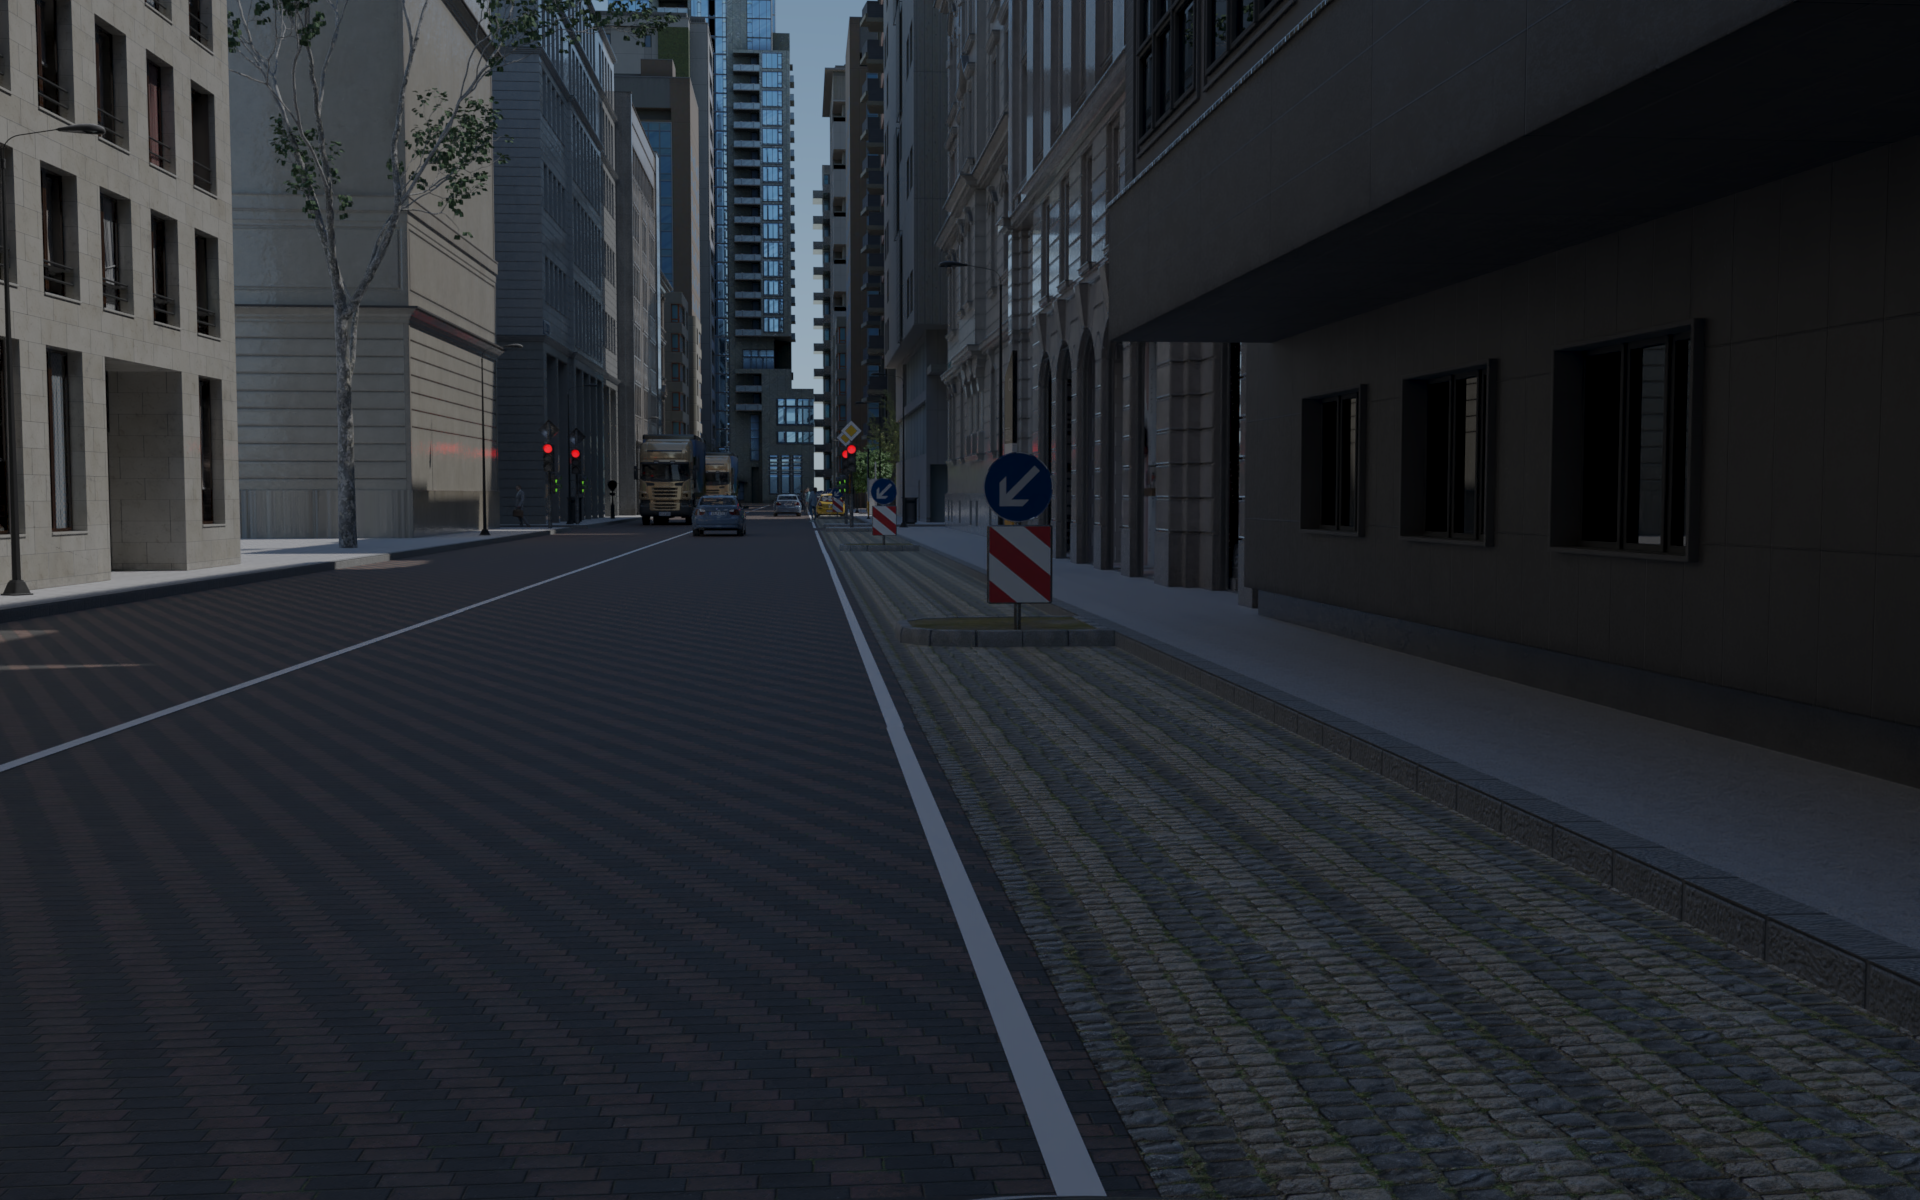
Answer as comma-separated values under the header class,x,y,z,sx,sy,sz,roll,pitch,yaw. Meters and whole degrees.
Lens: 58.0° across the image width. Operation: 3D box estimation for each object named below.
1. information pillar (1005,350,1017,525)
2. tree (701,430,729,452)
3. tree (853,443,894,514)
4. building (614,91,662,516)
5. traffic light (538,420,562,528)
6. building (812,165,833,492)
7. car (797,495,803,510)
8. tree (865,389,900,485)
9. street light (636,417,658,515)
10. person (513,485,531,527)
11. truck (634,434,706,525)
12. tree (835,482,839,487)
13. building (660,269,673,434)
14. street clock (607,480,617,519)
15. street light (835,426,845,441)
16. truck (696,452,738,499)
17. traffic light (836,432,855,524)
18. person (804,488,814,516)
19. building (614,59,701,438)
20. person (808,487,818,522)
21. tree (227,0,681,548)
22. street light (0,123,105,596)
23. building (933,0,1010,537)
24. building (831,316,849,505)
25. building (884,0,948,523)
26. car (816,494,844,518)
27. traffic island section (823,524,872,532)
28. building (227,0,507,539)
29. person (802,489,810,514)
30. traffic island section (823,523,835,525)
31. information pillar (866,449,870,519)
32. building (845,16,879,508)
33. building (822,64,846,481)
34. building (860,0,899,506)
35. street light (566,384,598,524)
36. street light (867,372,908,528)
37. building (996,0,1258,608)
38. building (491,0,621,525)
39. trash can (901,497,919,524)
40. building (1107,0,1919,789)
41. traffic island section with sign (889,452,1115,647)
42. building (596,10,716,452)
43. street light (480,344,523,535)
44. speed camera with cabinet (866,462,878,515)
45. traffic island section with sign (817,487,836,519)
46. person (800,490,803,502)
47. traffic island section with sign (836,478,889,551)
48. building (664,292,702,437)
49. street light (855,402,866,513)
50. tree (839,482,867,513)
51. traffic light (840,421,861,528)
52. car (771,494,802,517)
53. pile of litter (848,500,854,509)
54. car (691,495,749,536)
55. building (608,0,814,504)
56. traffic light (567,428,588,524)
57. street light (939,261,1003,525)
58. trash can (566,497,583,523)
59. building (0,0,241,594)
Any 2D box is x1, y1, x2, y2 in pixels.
class,x,y,z,sx,sy,sz,roll,pitch,yaw
information pillar,0.839,-2.268,28.440,0.183,3.616,0.504,-1,4,-14
tree,-28.345,-15.230,199.371,4.360,8.622,3.978,0,3,0
tree,-5.760,-7.811,111.417,4.285,4.588,4.351,0,3,0
building,-26.146,-17.947,111.448,12.078,24.808,19.932,0,4,-5
traffic light,-15.432,-4.663,65.156,0.839,4.253,0.868,0,4,-5
building,-5.490,-38.252,245.035,30.456,49.044,23.786,0,4,-5
car,-15.457,-9.068,160.843,1.945,1.354,3.894,0,4,-5
tree,-4.296,-10.292,118.635,4.737,8.622,4.395,0,3,0
street light,-18.836,-8.050,104.162,1.470,5.913,1.316,0,4,-5
person,-17.838,-3.766,70.194,0.853,1.813,0.709,-3,5,-42
truck,-13.849,-5.794,83.648,2.839,4.237,11.283,0,4,-5
tree,-9.957,-9.691,153.053,1.663,3.219,1.824,0,3,0
building,-28.403,-18.088,131.899,11.583,22.565,21.152,0,4,-5
street clock,-18.046,-5.221,89.938,0.471,2.002,0.358,-2,4,-30
street light,-7.559,-8.898,118.019,1.470,5.913,1.316,0,4,-5
truck,-16.682,-7.931,118.587,2.839,4.237,11.283,0,4,-5
traffic light,-4.898,-5.213,74.153,0.839,4.253,0.868,0,4,-5
person,-9.963,-6.484,114.384,0.748,1.841,0.638,1,4,16
building,-34.787,-32.565,182.553,14.600,45.320,14.200,0,4,-5
person,-7.539,-4.911,89.067,0.793,1.790,0.793,1,4,10
tree,-13.221,-11.268,40.121,12.611,20.169,13.585,0,3,0
street light,-11.422,-3.015,21.830,1.470,5.913,1.316,0,4,-5
building,6.625,-16.363,54.925,14.401,28.519,23.554,0,4,-5
building,0.450,-20.748,184.274,27.650,21.520,28.899,0,4,-5
building,9.672,-30.543,88.623,27.495,52.752,28.713,0,4,-5
car,-7.777,-5.717,103.698,2.015,1.641,3.980,0,4,-6
traffic island section,-4.128,-2.693,66.319,2.009,0.180,2.903,0,4,-5
building,-30.696,-13.591,55.497,30.059,22.955,16.112,0,4,-5
person,-10.778,-6.891,121.444,0.520,1.790,0.573,-2,4,-31
traffic island section,-4.857,-3.180,74.271,2.009,0.180,2.903,0,4,-5
information pillar,-4.736,-5.996,89.392,0.183,3.616,0.504,0,4,-6
building,-3.520,-31.283,161.586,14.600,45.320,14.200,0,4,-5
building,-2.186,-38.076,211.776,28.713,52.752,27.495,0,4,-5
building,3.523,-29.404,135.377,22.147,44.769,28.867,0,4,-5
street light,-15.944,-6.148,73.053,1.470,5.913,1.316,0,4,-5
street light,-2.702,-5.736,66.322,1.470,5.913,1.316,0,4,-5
building,8.063,-11.557,30.755,13.314,21.916,24.055,0,4,-5
building,-24.151,-18.883,86.234,11.434,29.767,29.804,0,4,-5
trash can,-2.136,-3.808,73.914,0.748,1.137,0.748,0,3,0
building,9.555,-13.012,6.250,14.314,27.812,24.014,0,4,-5
traffic island section with sign,0.377,-0.516,17.058,1.989,1.847,2.006,0,4,-5
building,-44.210,-40.893,210.606,28.212,58.520,21.231,0,4,-5
street light,-14.227,-4.964,53.696,1.470,5.913,1.316,0,4,-5
speed camera with cabinet,-5.428,-6.861,106.512,0.660,3.252,2.038,0,4,-6
traffic island section with sign,-7.099,-5.513,98.768,1.989,1.847,2.006,0,4,-5
person,-15.541,-9.842,169.506,0.705,1.814,1.350,1,4,17
traffic island section with sign,-2.069,-2.157,43.903,1.989,1.847,2.006,0,4,-5
building,-38.833,-19.344,161.311,27.650,21.520,28.899,0,4,-5
street light,-4.566,-7.009,87.143,1.470,5.913,1.316,0,4,-5
tree,-6.650,-7.384,115.335,1.663,3.219,1.824,0,3,0
traffic light,-4.169,-4.727,66.201,0.839,4.253,0.868,0,4,-5
car,-11.102,-6.066,111.182,2.014,1.417,4.499,0,4,-7
pile of litter,-9.449,-8.130,146.895,1.176,0.858,1.719,0,4,-6
car,-8.353,-2.949,60.218,2.014,1.417,4.499,0,4,-5
building,-36.028,-56.717,239.988,31.000,86.520,22.319,0,4,-5
traffic light,-16.161,-5.149,73.108,0.839,4.253,0.868,0,4,-5
street light,0.276,-3.803,34.719,1.470,5.913,1.316,0,4,-5
trash can,-16.971,-3.954,76.298,0.748,1.137,0.748,0,3,0
building,-17.570,-10.246,22.281,10.420,20.320,16.860,0,4,-5
